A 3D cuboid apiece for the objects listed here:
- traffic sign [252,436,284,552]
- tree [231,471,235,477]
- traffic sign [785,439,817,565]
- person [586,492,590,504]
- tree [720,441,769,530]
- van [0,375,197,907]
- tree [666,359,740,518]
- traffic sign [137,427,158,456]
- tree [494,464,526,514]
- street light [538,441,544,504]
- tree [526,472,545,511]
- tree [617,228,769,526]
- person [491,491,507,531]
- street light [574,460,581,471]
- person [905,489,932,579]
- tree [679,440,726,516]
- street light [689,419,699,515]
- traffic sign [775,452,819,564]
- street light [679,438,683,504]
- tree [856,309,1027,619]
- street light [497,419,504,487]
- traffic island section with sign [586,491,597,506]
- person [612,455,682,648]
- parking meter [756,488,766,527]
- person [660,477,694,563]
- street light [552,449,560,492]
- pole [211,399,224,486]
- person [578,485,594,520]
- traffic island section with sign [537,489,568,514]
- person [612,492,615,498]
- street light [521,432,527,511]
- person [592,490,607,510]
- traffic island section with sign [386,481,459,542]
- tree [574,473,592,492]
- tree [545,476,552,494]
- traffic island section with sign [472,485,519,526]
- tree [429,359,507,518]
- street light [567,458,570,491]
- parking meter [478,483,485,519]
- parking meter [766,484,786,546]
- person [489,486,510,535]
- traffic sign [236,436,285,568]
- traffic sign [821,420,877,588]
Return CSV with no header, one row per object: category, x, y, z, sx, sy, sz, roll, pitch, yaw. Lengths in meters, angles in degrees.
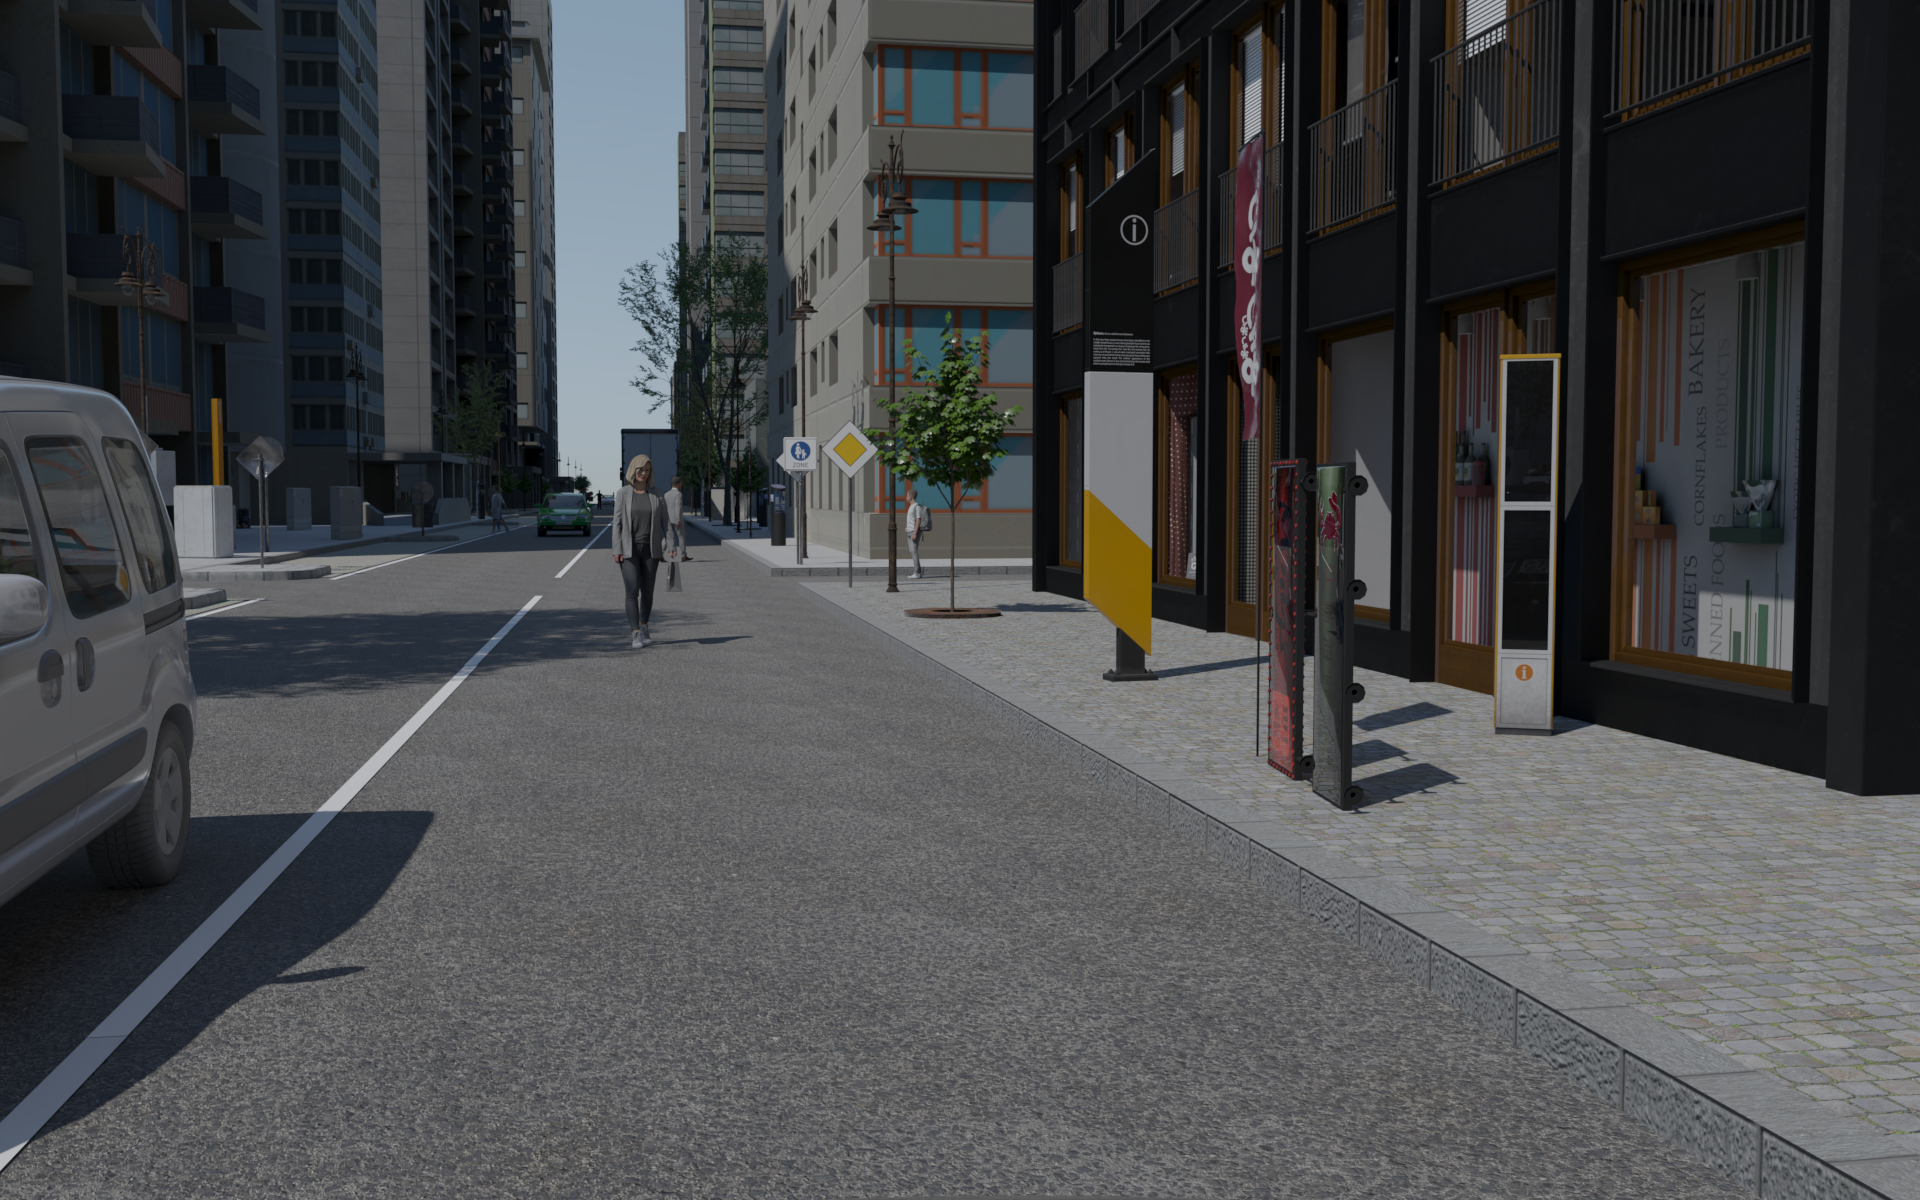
traffic sign,-15.332,-2.334,38.262,0.768,2.556,0.104,0,4,-6
tree,-26.325,-4.060,60.983,1.663,3.219,1.824,0,3,0
traffic sign,-2.881,-1.788,31.369,0.606,2.300,0.079,0,4,-3
person,-37.941,-10.182,176.446,0.593,1.643,0.415,-3,5,-43
tree,-7.537,-4.142,62.322,1.663,3.219,1.824,0,3,0
van,-3.460,0.130,4.888,2.013,2.044,4.112,-1,4,-11
tree,-13.700,-8.657,91.907,4.737,8.622,4.395,0,3,0
traffic sign,-10.598,-1.123,22.011,0.795,2.450,0.064,-1,4,-10
tree,-29.840,-7.280,113.635,1.663,3.219,1.824,0,3,0
street light,-36.671,-10.953,151.865,0.468,5.910,1.993,-1,4,-10
tree,-32.981,-8.388,131.740,1.663,3.219,1.824,0,3,0
tree,-9.483,-8.779,69.298,9.928,11.665,9.643,0,3,0
person,-17.570,-3.497,66.341,0.598,1.740,0.731,1,4,16
street light,-51.757,-15.940,233.398,0.468,5.910,1.993,-1,4,-10
person,-0.760,-1.119,29.390,0.503,1.515,0.523,3,5,43
tree,-15.018,-7.168,100.906,4.285,4.588,4.351,0,3,0
street light,-15.908,-8.035,104.162,0.468,5.910,1.993,-1,4,-10
traffic sign,-2.956,-1.705,31.518,0.795,2.450,0.064,-1,4,-10
street light,-21.558,-9.877,134.282,0.468,5.910,1.993,-1,4,-10
tree,-0.078,-1.452,18.344,1.663,3.219,1.824,0,3,0
street light,-28.167,-8.143,105.927,0.468,5.910,1.993,-1,4,-10
traffic island section with sign,-50.201,-13.907,235.999,1.989,1.847,2.006,-1,4,-10
person,-2.945,-0.471,16.390,0.709,1.800,0.728,-1,4,-17
parking meter,-7.671,-3.620,67.596,0.372,1.533,0.369,0,3,0
person,-6.000,-1.685,36.327,0.678,1.792,0.850,3,5,43
street light,-40.958,-12.365,174.952,0.468,5.910,1.993,-1,4,-10
pole,-15.913,-2.650,37.167,0.158,3.312,0.155,0,3,0
person,-15.614,-3.876,71.859,0.713,1.824,0.794,3,4,37
traffic island section with sign,-30.267,-7.313,128.195,1.989,1.847,2.006,-1,4,-10
person,-51.410,-15.128,256.531,0.721,1.739,1.217,-2,4,-30
street light,-32.471,-9.557,129.047,0.468,5.910,1.993,-1,4,-10
person,-33.237,-9.245,159.674,1.348,1.821,0.705,-1,4,-23
traffic island section with sign,-16.254,-2.680,52.443,1.989,1.847,2.006,-1,4,-10
tree,-57.001,-16.952,260.873,4.285,4.588,4.351,0,3,0
tree,-42.604,-11.217,178.000,1.663,3.219,1.824,0,3,0
traffic island section with sign,-21.157,-4.301,78.950,1.989,1.847,2.006,-1,4,-10
tree,-26.428,-8.800,94.245,4.737,8.622,4.395,0,3,0
street light,-47.588,-14.544,210.574,0.468,5.910,1.993,-1,4,-10
parking meter,-24.347,-5.039,88.105,0.255,1.863,0.399,-2,4,-33
parking meter,-4.492,-2.105,42.834,0.372,1.533,0.369,0,3,0
person,-16.330,-3.181,61.264,0.760,1.731,0.466,-3,4,-36
traffic sign,-12.050,-1.604,29.863,0.795,2.450,0.064,-1,4,-10
traffic sign,-1.503,-1.225,23.666,0.795,2.450,0.064,-1,4,-10
